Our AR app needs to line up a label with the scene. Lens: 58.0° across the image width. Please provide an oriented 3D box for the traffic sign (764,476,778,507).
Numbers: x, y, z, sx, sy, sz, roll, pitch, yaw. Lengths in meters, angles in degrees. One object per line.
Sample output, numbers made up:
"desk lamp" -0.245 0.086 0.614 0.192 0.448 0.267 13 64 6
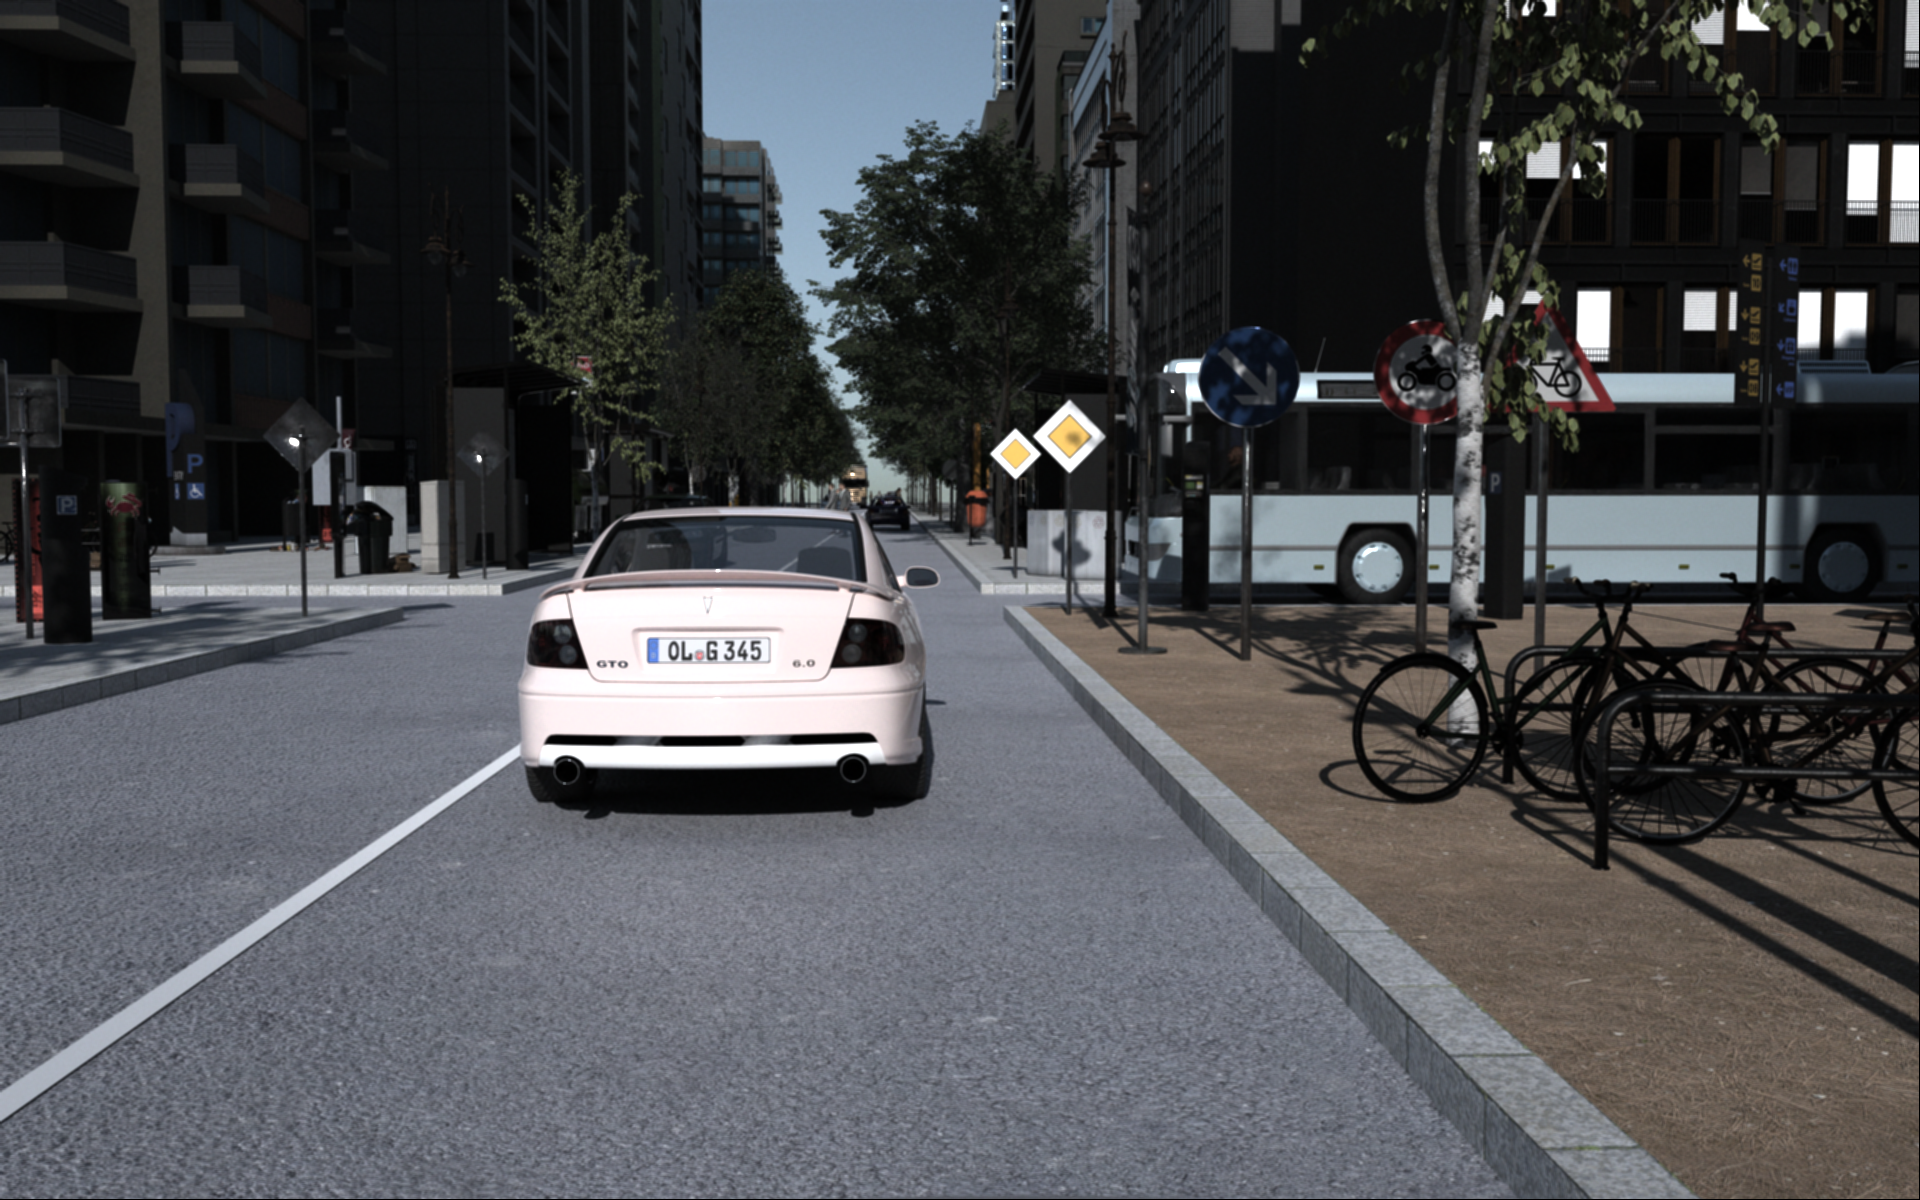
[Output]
"traffic sign" -10.577 -5.923 96.946 0.768 2.556 0.104 0 4 -1

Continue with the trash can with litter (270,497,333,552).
"trash can with litter" -14.937 -1.744 39.574 1.678 1.210 2.233 1 4 16

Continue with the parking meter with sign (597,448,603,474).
"parking meter with sign" -13.538 -4.075 62.887 1.738 3.016 0.543 -3 5 -42

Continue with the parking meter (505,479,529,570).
"parking meter" -7.503 -1.278 29.307 0.372 1.533 0.369 0 3 0

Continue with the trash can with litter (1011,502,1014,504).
"trash can with litter" 1.857 -2.957 59.728 1.055 1.170 0.624 2 4 34

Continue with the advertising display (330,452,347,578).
"advertising display" -9.580 -1.315 26.710 0.123 1.923 0.974 -1 4 -13

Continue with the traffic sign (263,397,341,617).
"traffic sign" -6.837 -0.879 18.019 0.795 2.450 0.064 0 4 -2

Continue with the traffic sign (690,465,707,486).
"traffic sign" -11.484 -4.639 75.949 0.768 2.556 0.104 0 4 -1

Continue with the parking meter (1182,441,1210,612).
"parking meter" 2.590 -0.813 19.005 0.255 1.863 0.399 1 4 16

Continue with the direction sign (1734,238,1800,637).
"direction sign" 7.273 -1.447 15.660 0.876 3.537 0.379 -2 4 -32

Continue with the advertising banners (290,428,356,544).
"advertising banners" -16.614 -3.003 45.292 0.090 3.025 2.074 2 4 31

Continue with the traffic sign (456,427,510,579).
"traffic sign" -7.149 -1.367 25.998 0.795 2.450 0.064 0 4 -2

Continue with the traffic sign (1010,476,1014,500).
"traffic sign" 1.921 -3.993 65.398 0.768 2.556 0.104 0 4 4

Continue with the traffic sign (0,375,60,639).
"traffic sign" -8.234 -0.804 15.272 0.606 2.300 0.079 0 4 -2

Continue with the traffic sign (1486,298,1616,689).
"traffic sign" 3.808 -0.693 11.328 0.884 2.594 0.081 0 4 6

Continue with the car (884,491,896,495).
"car" -9.611 -14.517 246.022 2.281 1.827 5.304 0 4 -3

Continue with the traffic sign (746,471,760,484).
"traffic sign" -11.038 -5.650 92.476 0.768 2.556 0.104 0 4 2

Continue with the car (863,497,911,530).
"car" -2.939 -3.502 69.843 1.945 1.354 3.894 0 4 -4

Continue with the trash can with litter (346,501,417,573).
"trash can with litter" -9.385 -1.023 28.118 0.624 1.170 1.055 2 4 24

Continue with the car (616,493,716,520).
"car" -5.469 -1.423 33.057 2.009 1.686 4.222 0 4 -1

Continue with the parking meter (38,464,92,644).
"parking meter" -7.717 -0.400 14.943 0.372 1.533 0.369 0 3 0

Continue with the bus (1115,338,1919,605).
"bus" 8.061 -1.728 23.109 13.247 3.499 2.948 0 4 -2

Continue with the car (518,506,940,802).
"car" -1.136 0.177 9.474 2.083 1.381 4.827 0 4 -2

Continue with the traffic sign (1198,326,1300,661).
"traffic sign" 2.205 -0.806 13.286 0.768 2.556 0.104 0 4 7

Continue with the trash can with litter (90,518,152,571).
"trash can with litter" -14.244 -1.092 29.249 0.624 1.170 1.055 1 4 14

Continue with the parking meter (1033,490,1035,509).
"parking meter" 3.731 -4.617 83.896 0.372 1.533 0.369 0 3 0

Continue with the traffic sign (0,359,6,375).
"traffic sign" -7.538 -0.677 13.198 0.606 2.300 0.079 0 4 5

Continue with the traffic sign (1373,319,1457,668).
"traffic sign" 3.404 -0.772 12.722 0.768 2.556 0.104 0 4 4

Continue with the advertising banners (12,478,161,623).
"advertising banners" -9.161 -1.291 17.291 2.074 3.025 0.090 -2 4 -28

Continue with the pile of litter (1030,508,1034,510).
"pile of litter" 2.408 -2.508 54.965 1.176 0.858 1.719 -2 4 -34

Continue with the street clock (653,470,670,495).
"street clock" -8.806 -2.849 51.152 0.471 2.002 0.358 0 4 -7

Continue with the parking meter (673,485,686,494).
"parking meter" -8.112 -2.551 50.113 0.372 1.533 0.369 0 3 0

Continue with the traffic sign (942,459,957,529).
"traffic sign" -0.290 -3.880 63.540 0.768 2.556 0.104 0 4 3

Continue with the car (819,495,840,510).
"car" -8.939 -6.772 122.729 2.014 1.417 4.499 0 4 -1

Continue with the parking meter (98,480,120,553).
"parking meter" -14.934 -1.349 30.469 0.372 1.533 0.369 0 3 0

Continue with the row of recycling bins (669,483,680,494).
"row of recycling bins" -10.730 -3.328 61.528 1.069 1.692 3.534 0 4 7

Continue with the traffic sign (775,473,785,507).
"traffic sign" -10.263 -5.968 97.680 0.768 2.556 0.104 0 4 2

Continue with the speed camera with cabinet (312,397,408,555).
"speed camera with cabinet" -12.445 -2.545 35.939 0.660 3.252 2.038 2 4 28

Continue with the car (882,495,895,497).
"car" -5.640 -7.701 138.499 1.945 1.354 3.894 0 4 -3

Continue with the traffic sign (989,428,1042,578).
"traffic sign" 0.840 -1.385 26.289 0.795 2.450 0.064 0 4 -2

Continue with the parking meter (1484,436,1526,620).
"parking meter" 5.602 -0.741 17.820 0.255 1.863 0.399 -1 4 -16

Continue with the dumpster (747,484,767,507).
"dumpster" -11.869 -5.778 100.236 1.264 1.857 1.865 0 4 -2

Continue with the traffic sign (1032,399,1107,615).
"traffic sign" 1.152 -0.897 18.309 0.795 2.450 0.064 0 4 -2

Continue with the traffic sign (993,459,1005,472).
"traffic sign" 1.381 -3.159 51.764 0.768 2.556 0.104 0 4 7
